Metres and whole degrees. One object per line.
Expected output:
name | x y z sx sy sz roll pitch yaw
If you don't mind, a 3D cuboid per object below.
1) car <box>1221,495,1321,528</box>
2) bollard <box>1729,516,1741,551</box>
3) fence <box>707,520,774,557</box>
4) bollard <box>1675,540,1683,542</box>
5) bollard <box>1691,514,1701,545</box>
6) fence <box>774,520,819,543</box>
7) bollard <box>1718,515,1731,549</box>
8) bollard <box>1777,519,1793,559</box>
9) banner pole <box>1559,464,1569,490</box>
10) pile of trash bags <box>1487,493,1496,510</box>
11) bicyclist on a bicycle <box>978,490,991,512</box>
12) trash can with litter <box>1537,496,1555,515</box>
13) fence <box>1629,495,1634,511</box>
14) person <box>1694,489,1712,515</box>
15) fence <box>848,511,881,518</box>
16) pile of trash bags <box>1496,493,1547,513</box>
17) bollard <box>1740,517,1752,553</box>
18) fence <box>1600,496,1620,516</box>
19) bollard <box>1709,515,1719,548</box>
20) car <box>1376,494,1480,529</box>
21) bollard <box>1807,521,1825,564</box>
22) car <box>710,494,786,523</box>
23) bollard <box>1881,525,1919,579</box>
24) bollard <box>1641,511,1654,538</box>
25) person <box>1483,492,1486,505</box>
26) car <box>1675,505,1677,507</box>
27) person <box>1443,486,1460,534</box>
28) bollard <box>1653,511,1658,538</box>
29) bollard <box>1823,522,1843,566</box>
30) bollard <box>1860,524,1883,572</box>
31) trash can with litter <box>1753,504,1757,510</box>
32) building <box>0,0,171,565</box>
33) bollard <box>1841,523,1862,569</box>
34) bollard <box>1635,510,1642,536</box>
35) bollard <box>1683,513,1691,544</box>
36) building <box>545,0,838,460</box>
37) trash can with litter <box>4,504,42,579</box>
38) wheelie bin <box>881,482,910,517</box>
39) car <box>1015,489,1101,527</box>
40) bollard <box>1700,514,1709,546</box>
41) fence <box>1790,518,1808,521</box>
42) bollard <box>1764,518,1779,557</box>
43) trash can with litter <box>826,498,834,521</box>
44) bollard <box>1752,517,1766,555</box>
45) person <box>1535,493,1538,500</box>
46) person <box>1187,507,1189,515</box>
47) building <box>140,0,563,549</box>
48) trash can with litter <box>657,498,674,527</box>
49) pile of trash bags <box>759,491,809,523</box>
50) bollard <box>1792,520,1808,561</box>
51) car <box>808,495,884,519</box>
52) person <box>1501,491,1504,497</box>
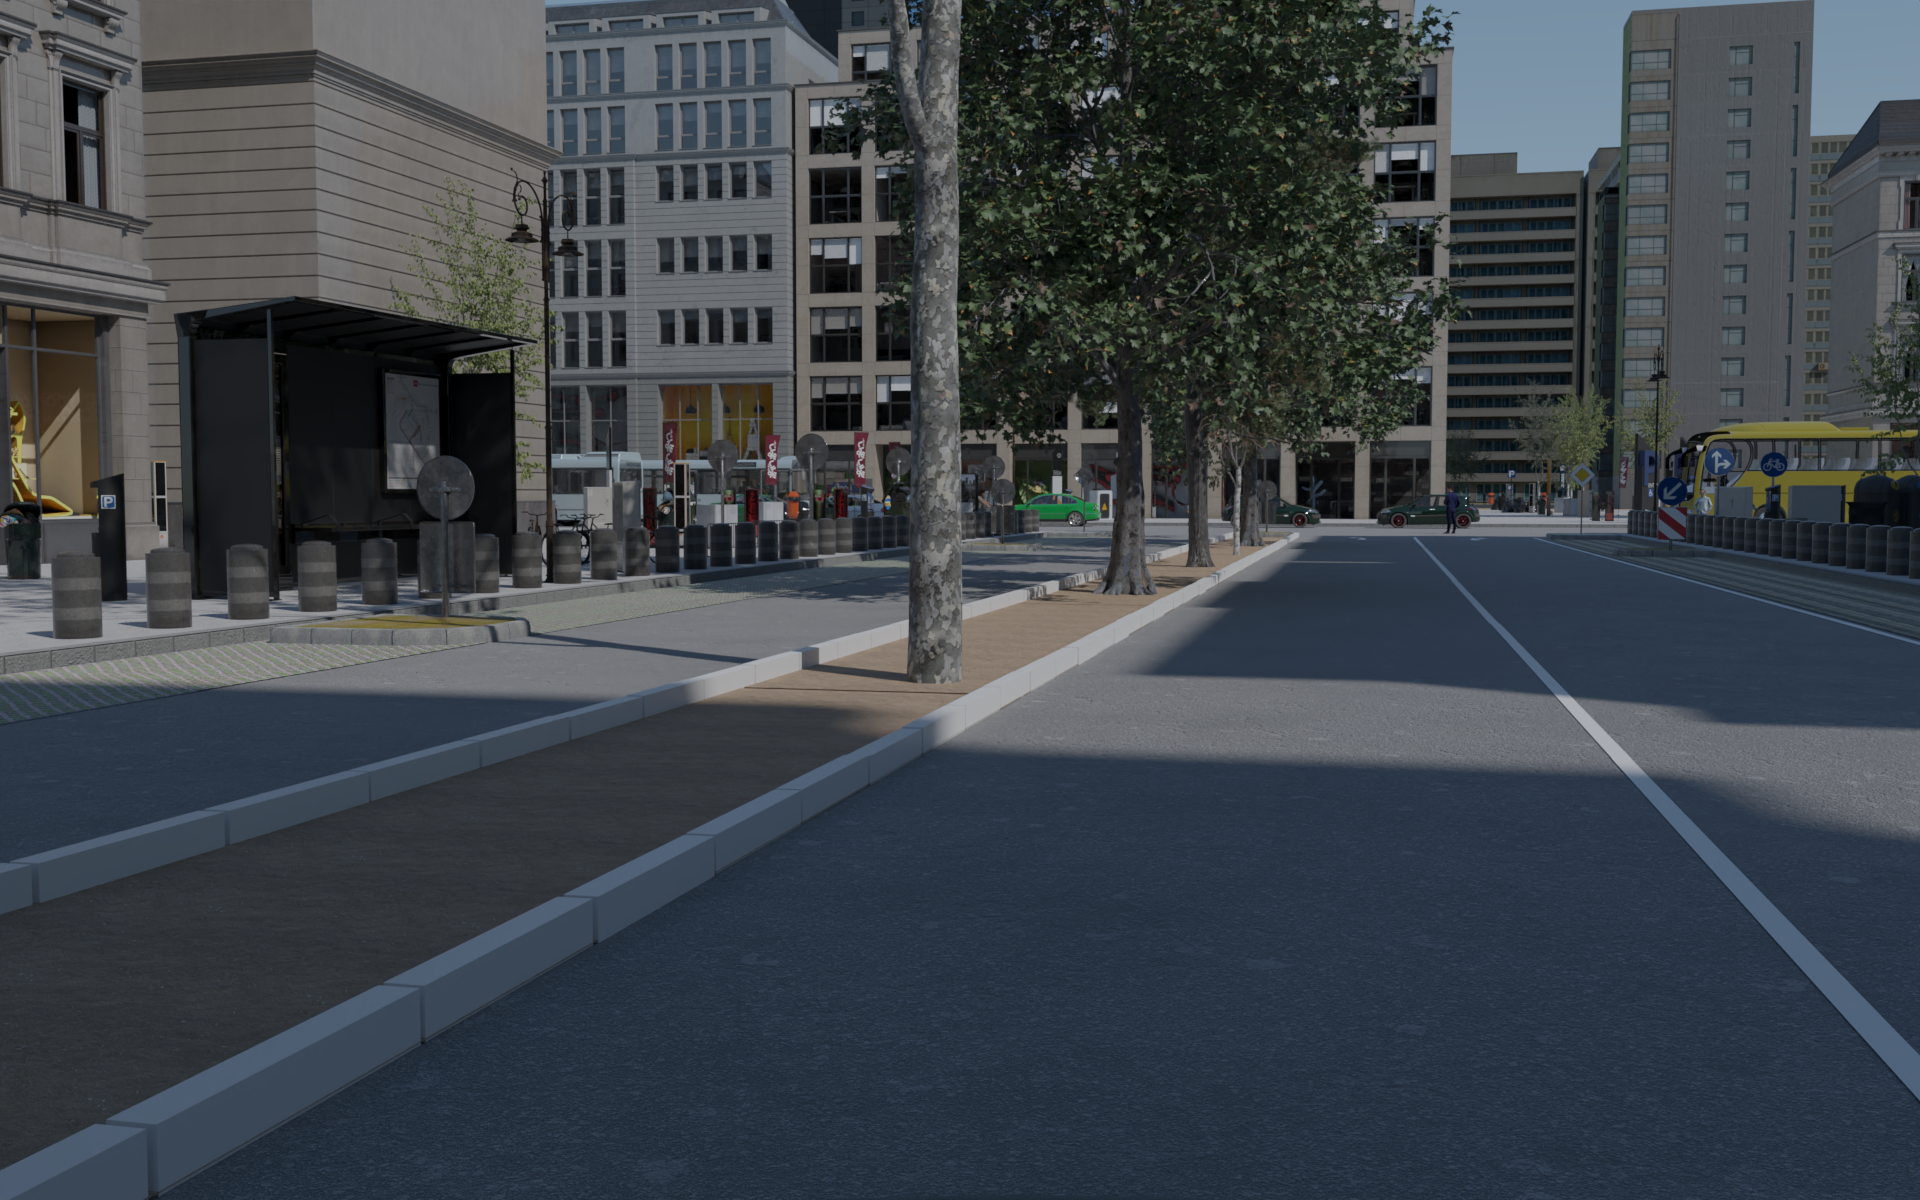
car | 13.331 -3.941 74.226 4.222 1.686 2.009 1 4 11
bollard | 17.688 -1.492 39.105 0.404 0.777 0.398 0 3 0
fence | -4.657 -1.267 36.083 0.278 0.683 2.069 2 4 29
bollard | 19.366 -1.922 46.136 0.404 0.777 0.398 0 3 0
bollard | 18.806 -1.778 43.794 0.404 0.777 0.398 0 3 0
fence | -4.015 -1.498 39.872 2.069 0.683 0.278 -3 5 -43
bollard | 17.960 -1.563 40.277 0.404 0.777 0.398 0 3 0
bollard | 16.561 -1.205 34.417 0.404 0.777 0.398 0 3 0
banner pole | 44.519 -8.409 127.501 0.863 3.779 0.401 0 4 -5
pile of trash bags | 43.442 -7.904 138.988 3.447 1.369 1.912 -3 5 -40
bicyclist on a bicycle | 0.928 -3.627 69.322 1.625 1.676 1.499 1 4 14
trash can with litter | 35.942 -5.802 106.253 1.055 1.170 0.624 1 4 22
fence | 52.699 -7.608 135.589 0.480 1.192 2.264 2 4 24
person | 24.503 -2.863 57.123 0.589 1.601 0.330 3 5 44
fence | -3.389 -2.714 59.751 2.069 0.683 0.278 2 4 26
pile of trash bags | 39.320 -6.732 119.816 3.447 1.369 1.912 -1 4 -18
bollard | 17.406 -1.420 37.932 0.404 0.777 0.398 0 3 0
fence | 38.153 -5.632 103.287 2.264 1.192 0.480 1 4 17
bollard | 18.243 -1.635 41.449 0.404 0.777 0.398 0 3 0
car | 19.628 -3.844 72.630 4.222 1.686 2.009 1 4 12
bollard | 16.003 -1.061 32.070 0.404 0.777 0.398 0 3 0
car | -8.443 -3.831 74.430 4.920 1.459 2.131 1 4 12
bollard | 14.886 -0.775 27.389 0.404 0.777 0.398 0 3 0
bollard | 20.765 -2.281 52.007 0.404 0.777 0.398 0 3 0
person | 64.315 -12.387 212.497 0.415 1.643 0.593 3 4 36
car | 31.403 -3.710 69.337 5.304 1.827 2.281 1 4 14
person | 17.745 -3.274 62.732 0.576 1.737 0.504 -2 4 -34
bollard | 20.206 -2.137 49.664 0.404 0.777 0.398 0 3 0
bollard | 15.726 -0.990 30.901 0.404 0.777 0.398 0 3 0
bollard | 15.165 -0.847 28.558 0.404 0.777 0.398 0 3 0
trash can with litter | 23.630 -2.523 52.631 1.055 1.170 0.624 -2 4 -31
building | -24.699 -10.056 15.324 10.553 20.767 40.483 1 4 13
bollard | 15.442 -0.918 29.728 0.404 0.777 0.398 0 3 0
bollard | 21.045 -2.352 53.176 0.404 0.777 0.398 0 3 0
bollard | 19.084 -1.850 44.968 0.404 0.777 0.398 0 3 0
building | -22.354 -19.818 101.510 29.804 29.767 11.434 1 4 13
trash can with litter | -14.274 -0.908 26.229 0.624 1.170 1.055 -2 4 -35
wheelie bin | -1.597 -2.279 45.163 0.693 1.594 0.980 2 4 23
car | 3.906 -4.175 77.050 4.718 1.807 1.959 1 4 12
bollard | 18.525 -1.707 42.621 0.404 0.777 0.398 0 3 0
fence | 20.522 -1.668 42.651 0.278 0.683 2.069 3 5 44
bollard | 16.844 -1.276 35.585 0.404 0.777 0.398 0 3 0
trash can with litter | -4.020 -2.765 56.594 1.055 1.170 0.624 0 4 3
bollard | 17.125 -1.348 36.764 0.404 0.777 0.398 0 3 0
person | 72.607 -12.785 217.480 1.348 1.831 0.705 3 5 42
person | 7.981 -2.847 58.964 0.435 1.345 0.340 -2 4 -32
building | -24.890 -15.275 47.016 25.104 27.353 12.463 1 4 13
trash can with litter | -7.592 -1.978 43.726 1.055 1.170 0.624 2 4 35
pile of trash bags | -6.129 -3.082 60.141 1.912 1.369 3.447 -1 4 -20
bollard | 16.283 -1.133 33.240 0.404 0.777 0.398 0 3 0
car | -4.786 -3.462 68.608 4.499 1.417 2.014 1 4 14
person | 67.921 -12.732 216.630 0.705 1.831 1.348 2 4 30
